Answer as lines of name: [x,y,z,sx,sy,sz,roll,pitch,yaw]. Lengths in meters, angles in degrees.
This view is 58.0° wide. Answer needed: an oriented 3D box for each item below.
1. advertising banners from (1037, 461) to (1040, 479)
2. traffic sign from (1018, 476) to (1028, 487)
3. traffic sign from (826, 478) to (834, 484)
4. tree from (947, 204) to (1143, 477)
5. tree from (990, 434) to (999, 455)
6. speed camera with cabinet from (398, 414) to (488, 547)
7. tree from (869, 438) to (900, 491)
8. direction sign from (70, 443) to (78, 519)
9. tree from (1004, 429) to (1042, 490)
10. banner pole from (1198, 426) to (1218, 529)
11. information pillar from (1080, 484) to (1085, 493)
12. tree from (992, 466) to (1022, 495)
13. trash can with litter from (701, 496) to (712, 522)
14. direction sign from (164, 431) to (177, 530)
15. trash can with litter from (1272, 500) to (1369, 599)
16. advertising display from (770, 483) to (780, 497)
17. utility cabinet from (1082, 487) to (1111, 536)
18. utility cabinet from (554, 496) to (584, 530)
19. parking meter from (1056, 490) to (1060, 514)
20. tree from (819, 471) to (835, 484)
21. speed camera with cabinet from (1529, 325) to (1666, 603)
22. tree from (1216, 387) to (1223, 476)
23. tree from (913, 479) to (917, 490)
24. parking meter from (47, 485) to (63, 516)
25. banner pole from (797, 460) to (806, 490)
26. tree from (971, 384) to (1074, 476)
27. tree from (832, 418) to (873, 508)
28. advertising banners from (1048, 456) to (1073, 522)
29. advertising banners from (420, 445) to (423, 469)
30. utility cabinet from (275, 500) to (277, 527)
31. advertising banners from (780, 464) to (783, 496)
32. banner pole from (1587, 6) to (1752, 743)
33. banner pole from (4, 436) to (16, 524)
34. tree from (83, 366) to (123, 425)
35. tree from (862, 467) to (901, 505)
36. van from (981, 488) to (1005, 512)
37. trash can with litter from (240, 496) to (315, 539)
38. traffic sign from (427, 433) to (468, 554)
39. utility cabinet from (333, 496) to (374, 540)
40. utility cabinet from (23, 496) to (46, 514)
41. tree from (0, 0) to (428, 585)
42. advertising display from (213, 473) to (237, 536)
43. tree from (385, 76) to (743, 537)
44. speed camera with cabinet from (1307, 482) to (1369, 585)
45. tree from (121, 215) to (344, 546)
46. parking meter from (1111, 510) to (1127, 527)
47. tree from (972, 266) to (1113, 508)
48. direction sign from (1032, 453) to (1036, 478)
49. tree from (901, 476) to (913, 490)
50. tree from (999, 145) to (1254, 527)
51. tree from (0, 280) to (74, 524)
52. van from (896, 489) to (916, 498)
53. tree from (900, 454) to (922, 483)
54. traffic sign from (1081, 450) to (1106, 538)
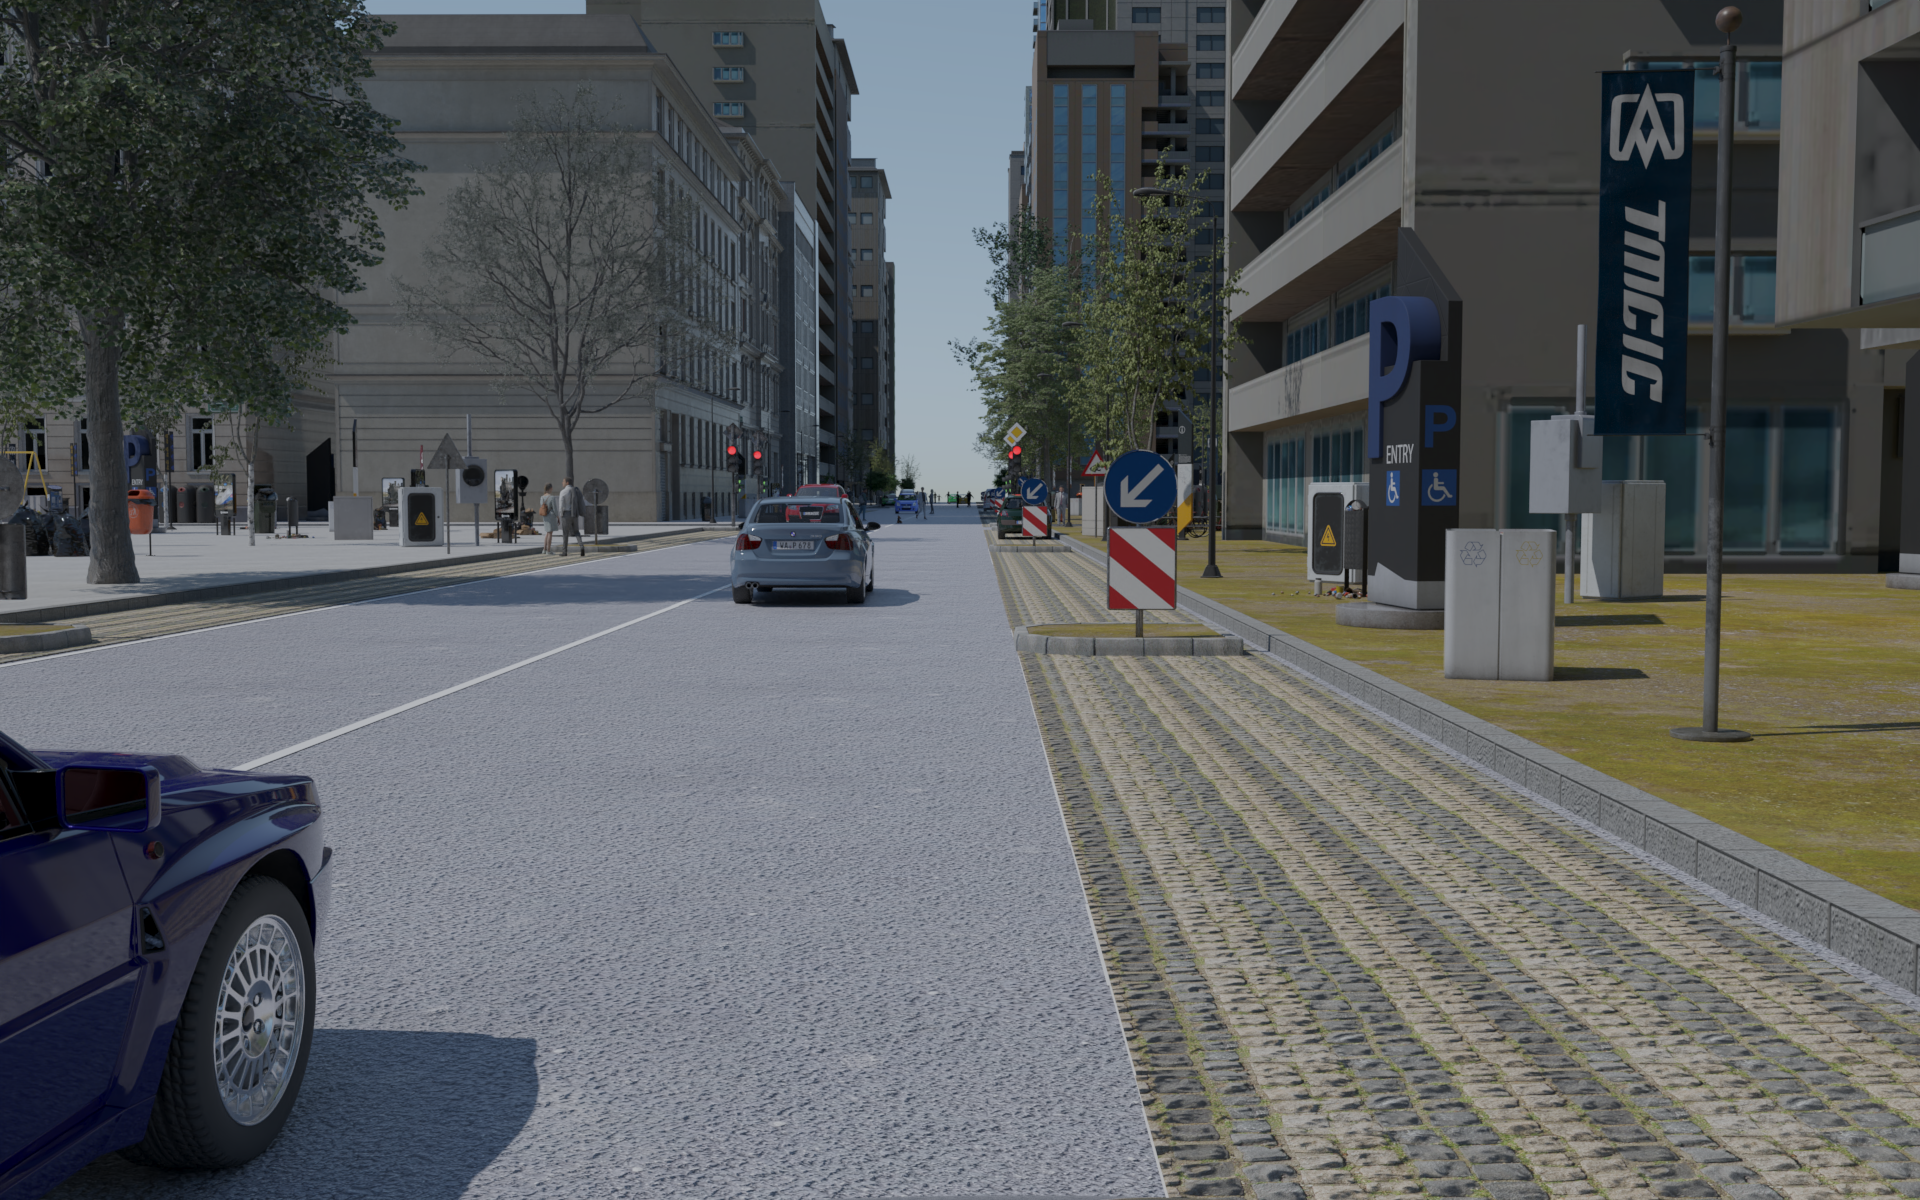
advertising banners: [4.433,-5.940,93.303,0.090,3.025,2.074,1,4,20]
traffic sign: [4.511,-7.609,124.516,0.768,2.556,0.104,0,4,4]
traffic sign: [-10.203,-8.312,135.912,0.884,2.594,0.081,0,4,2]
tree: [5.586,-15.626,111.372,12.611,20.169,13.585,0,3,0]
tree: [4.748,-11.357,136.056,4.737,8.622,4.395,0,3,0]
speed camera with cabinet: [-12.675,-2.943,42.449,2.038,3.252,0.660,-2,4,-26]
tree: [-10.000,-16.596,221.706,4.737,8.622,4.395,0,3,0]
direction sign: [-39.212,-5.181,76.703,0.379,3.537,0.876,-3,5,-43]
tree: [5.851,-12.504,154.806,4.360,8.622,3.978,0,3,0]
banner pole: [9.162,-4.519,63.909,0.863,3.779,0.401,3,4,38]
information pillar: [9.026,-7.543,127.824,0.304,2.012,0.304,0,4,-4]
tree: [5.145,-11.967,179.375,4.285,4.588,4.351,0,3,0]
trash can with litter: [-11.777,-4.263,81.083,0.624,1.170,1.055,-1,4,-19]
direction sign: [-28.390,-4.296,62.234,0.379,3.537,0.876,0,4,-6]
trash can with litter: [4.953,-0.628,21.328,1.678,1.210,2.233,-1,4,-13]
advertising display: [-10.595,-5.754,99.289,0.123,1.923,0.974,1,4,21]
utility cabinet: [4.153,-2.684,52.563,0.318,1.500,1.173,-2,4,-29]
utility cabinet: [-14.030,-3.124,62.242,1.020,1.237,0.306,0,4,-3]
parking meter: [6.376,-6.308,111.549,0.372,1.533,0.369,0,3,0]
tree: [-10.514,-8.889,139.941,1.663,3.219,1.824,0,3,0]
speed camera with cabinet: [7.712,-1.624,20.892,2.038,3.252,0.660,-3,4,-37]
tree: [16.892,-9.304,102.480,4.360,8.622,3.978,0,3,0]
tree: [-9.184,-19.423,301.286,4.285,4.588,4.351,0,3,0]
parking meter: [-25.043,-2.418,47.950,0.372,1.533,0.369,0,3,0]
banner pole: [-11.437,-8.305,125.803,0.863,3.779,0.401,-1,4,-17]
tree: [5.132,-12.821,144.031,8.767,10.594,7.601,-1,4,-9]
tree: [-10.140,-13.115,164.793,4.360,8.622,3.978,0,3,0]
advertising banners: [4.595,-5.056,78.854,0.090,3.025,2.074,2,4,35]
advertising banners: [-18.781,-3.957,60.887,0.090,3.025,2.074,-2,4,-25]
utility cabinet: [-27.434,-3.483,68.105,1.020,1.237,0.306,-3,5,-45]
advertising banners: [-10.540,-6.445,101.571,0.090,3.025,2.074,0,4,4]
banner pole: [3.724,-1.163,9.040,0.863,3.779,0.401,0,4,7]
banner pole: [-41.308,-5.221,75.379,0.401,3.779,0.863,0,4,7]
tree: [-30.239,-7.024,65.207,4.360,8.622,3.978,0,3,0]
tree: [-10.374,-14.974,228.534,4.285,4.588,4.351,0,3,0]
van: [2.590,-7.590,131.104,2.013,2.044,4.112,0,4,1]
trash can with litter: [-19.547,-2.386,50.071,1.678,1.210,2.233,0,4,2]
traffic sign: [-10.911,-2.256,36.885,0.884,2.594,0.081,0,4,2]
utility cabinet: [-16.971,-2.282,48.476,1.020,1.237,0.306,-1,4,-14]
utility cabinet: [-40.459,-3.947,75.690,1.020,1.237,0.306,1,4,19]
tree: [-12.117,-7.205,24.451,9.857,13.997,8.962,0,3,0]
advertising display: [-22.783,-2.965,53.698,0.974,1.923,0.123,2,4,32]
tree: [-11.695,-8.635,51.551,12.009,13.543,11.850,0,3,0]
speed camera with cabinet: [5.803,-1.841,24.435,0.660,3.252,2.038,-2,4,-31]
tree: [-17.523,-5.656,42.836,4.360,8.622,3.978,0,3,0]
parking meter: [4.145,-2.420,45.275,0.399,1.863,0.255,-3,4,-39]
tree: [4.221,-10.287,86.315,7.486,12.596,7.792,0,3,0]
direction sign: [4.108,-6.357,95.939,0.379,3.537,0.876,1,4,14]
tree: [-9.698,-15.614,239.005,4.285,4.588,4.351,0,3,0]
tree: [4.135,-5.341,37.681,4.737,8.622,4.395,0,3,0]
tree: [-30.564,-6.412,55.192,4.737,8.622,4.395,0,3,0]
van: [-4.754,-9.127,156.238,2.013,2.044,4.112,0,4,-1]
tree: [-9.140,-22.026,310.478,4.360,8.622,3.978,0,3,0]
traffic sign: [4.009,-3.119,51.001,0.884,2.594,0.081,0,4,7]
